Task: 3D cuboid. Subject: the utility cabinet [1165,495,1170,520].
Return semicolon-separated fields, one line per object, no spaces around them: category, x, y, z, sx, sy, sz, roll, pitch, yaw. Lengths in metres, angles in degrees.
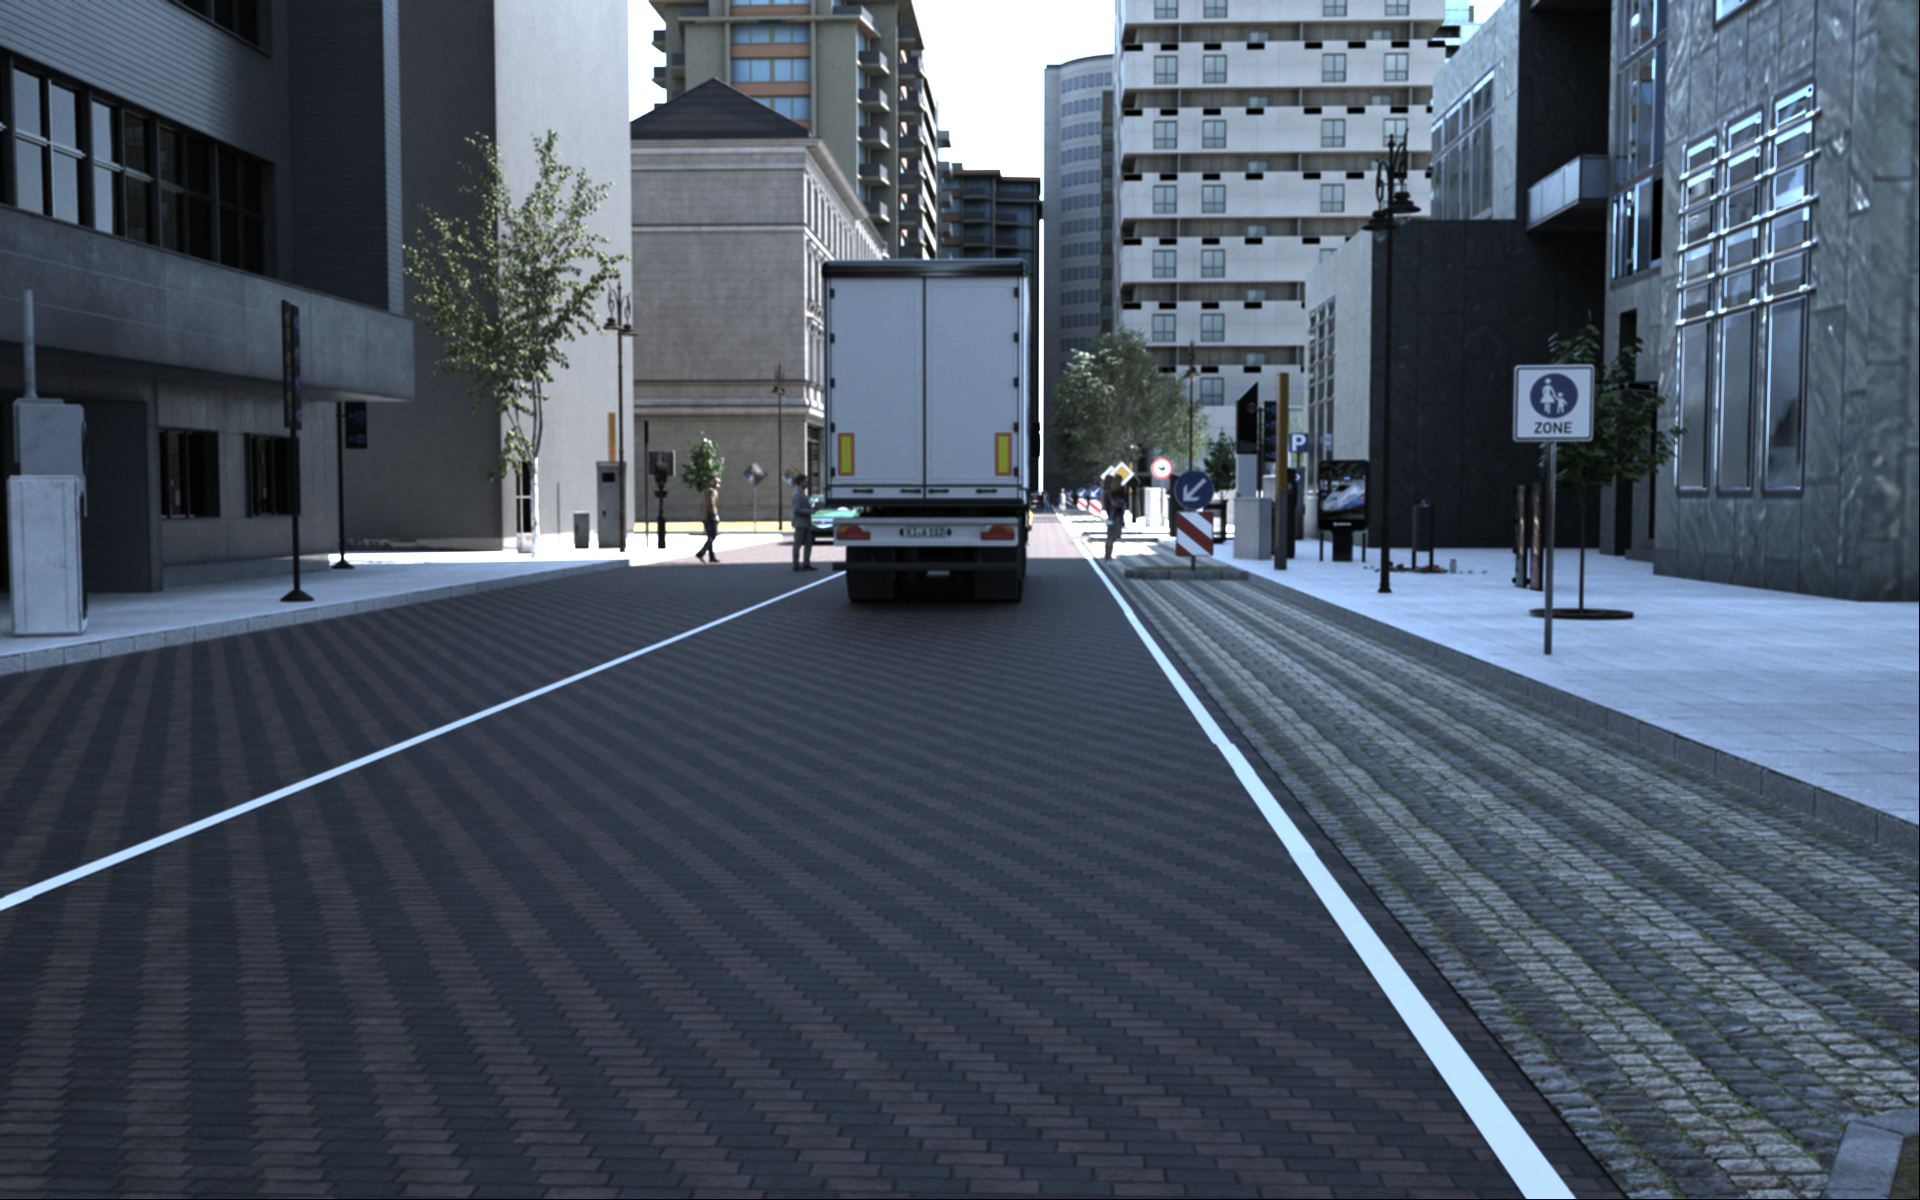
utility cabinet;10.021;-4.513;84.947;1.020;1.237;0.306;-1;4;-21

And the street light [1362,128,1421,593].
street light;5.537;-3.034;22.400;0.468;5.910;1.993;0;4;3

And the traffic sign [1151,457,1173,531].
traffic sign;6.966;-3.649;59.769;0.768;2.556;0.104;0;4;5

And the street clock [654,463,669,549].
street clock;-6.948;-2.184;40.283;0.358;2.002;0.471;-1;4;-18

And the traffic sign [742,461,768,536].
traffic sign;-6.281;-3.022;53.048;0.795;2.450;0.064;0;4;3

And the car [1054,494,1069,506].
car;11.921;-11.679;202.950;2.014;1.417;4.499;0;4;3

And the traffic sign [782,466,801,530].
traffic sign;-5.899;-3.510;61.024;0.795;2.450;0.064;0;4;3

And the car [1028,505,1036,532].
car;1.889;-3.460;66.791;2.015;1.641;3.980;0;4;4

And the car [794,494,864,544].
car;-3.763;-2.383;50.756;2.131;1.459;4.920;0;4;2

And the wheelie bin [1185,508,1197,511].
wheelie bin;17.874;-7.752;134.659;0.693;1.594;0.980;-2;4;-29

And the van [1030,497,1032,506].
van;4.936;-8.283;142.441;2.013;2.044;4.112;0;4;4

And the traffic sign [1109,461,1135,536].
traffic sign;4.899;-2.988;52.494;0.795;2.450;0.064;0;4;3

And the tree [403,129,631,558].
tree;-8.729;-5.134;34.307;4.737;8.622;4.395;0;3;0

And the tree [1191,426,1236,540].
tree;7.308;-3.332;49.078;1.663;3.219;1.824;0;3;0

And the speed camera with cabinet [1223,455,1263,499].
speed camera with cabinet;12.890;-5.113;77.929;2.038;3.252;0.660;2;4;35

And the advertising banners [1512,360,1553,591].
advertising banners;7.676;-1.640;23.001;0.090;3.025;2.074;0;4;3

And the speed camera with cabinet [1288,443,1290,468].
speed camera with cabinet;13.246;-4.417;66.557;0.660;3.252;2.038;-2;4;-34

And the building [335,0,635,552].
building;-21.680;-15.391;45.154;24.014;27.812;14.314;0;4;3

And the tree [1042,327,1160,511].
tree;10.769;-13.856;133.203;9.857;13.997;8.962;0;3;0

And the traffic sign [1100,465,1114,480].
traffic sign;5.282;-3.476;60.470;0.795;2.450;0.064;0;4;3

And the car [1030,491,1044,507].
car;8.636;-11.564;197.746;2.281;1.827;5.304;0;4;3

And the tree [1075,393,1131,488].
tree;10.420;-10.472;121.575;4.360;8.622;3.978;0;3;0

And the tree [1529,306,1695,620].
tree;6.424;-1.430;17.980;1.663;3.219;1.824;0;3;0

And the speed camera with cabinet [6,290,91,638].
speed camera with cabinet;-8.581;-1.345;16.325;0.660;3.252;2.038;-2;4;-24

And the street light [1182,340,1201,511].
street light;6.933;-4.845;51.995;0.468;5.910;1.993;0;4;3

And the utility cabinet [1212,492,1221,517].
utility cabinet;14.058;-5.240;94.349;1.173;1.500;0.318;1;4;18

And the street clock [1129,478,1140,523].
street clock;7.627;-4.353;75.745;0.471;2.002;0.358;2;4;34

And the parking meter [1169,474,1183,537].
parking meter;6.419;-2.785;51.254;0.399;1.863;0.255;-1;4;-12

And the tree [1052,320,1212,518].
tree;9.404;-9.663;92.403;8.767;10.594;7.601;-1;4;-21

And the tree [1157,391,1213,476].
tree;15.000;-10.183;116.855;4.737;8.622;4.395;0;3;0

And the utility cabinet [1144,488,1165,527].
utility cabinet;7.479;-3.529;66.375;0.318;1.500;1.173;2;4;34

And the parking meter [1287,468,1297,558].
parking meter;6.524;-1.769;34.642;0.399;1.863;0.255;0;4;-2

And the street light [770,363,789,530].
street light;-6.357;-5.408;61.217;0.468;5.910;1.993;0;4;3

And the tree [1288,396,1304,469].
tree;24.655;-10.552;122.888;4.737;8.622;4.395;0;3;0

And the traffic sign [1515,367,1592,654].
traffic sign;4.704;-0.713;13.794;0.606;2.300;0.079;1;4;11

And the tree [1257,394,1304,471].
tree;22.678;-10.874;128.151;4.360;8.622;3.978;0;3;0

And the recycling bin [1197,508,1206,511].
recycling bin;10.850;-4.072;79.137;0.722;1.027;0.722;0;4;6

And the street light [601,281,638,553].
street light;-7.398;-3.975;37.785;0.468;5.910;1.993;0;4;3

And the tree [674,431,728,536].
tree;-7.976;-3.576;53.062;1.663;3.219;1.824;0;3;0

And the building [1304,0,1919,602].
building;20.598;-44.056;32.991;22.319;86.520;31.000;0;4;3

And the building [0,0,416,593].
building;-16.644;-11.910;13.792;14.314;24.678;30.058;0;4;3

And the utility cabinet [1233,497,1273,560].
utility cabinet;5.775;-1.406;34.156;0.306;1.237;1.020;-1;4;-21

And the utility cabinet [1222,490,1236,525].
utility cabinet;11.209;-3.766;70.246;0.318;1.500;1.173;-2;4;-24

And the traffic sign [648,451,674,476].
traffic sign;-7.014;-2.359;40.696;0.606;2.300;0.079;0;4;4
